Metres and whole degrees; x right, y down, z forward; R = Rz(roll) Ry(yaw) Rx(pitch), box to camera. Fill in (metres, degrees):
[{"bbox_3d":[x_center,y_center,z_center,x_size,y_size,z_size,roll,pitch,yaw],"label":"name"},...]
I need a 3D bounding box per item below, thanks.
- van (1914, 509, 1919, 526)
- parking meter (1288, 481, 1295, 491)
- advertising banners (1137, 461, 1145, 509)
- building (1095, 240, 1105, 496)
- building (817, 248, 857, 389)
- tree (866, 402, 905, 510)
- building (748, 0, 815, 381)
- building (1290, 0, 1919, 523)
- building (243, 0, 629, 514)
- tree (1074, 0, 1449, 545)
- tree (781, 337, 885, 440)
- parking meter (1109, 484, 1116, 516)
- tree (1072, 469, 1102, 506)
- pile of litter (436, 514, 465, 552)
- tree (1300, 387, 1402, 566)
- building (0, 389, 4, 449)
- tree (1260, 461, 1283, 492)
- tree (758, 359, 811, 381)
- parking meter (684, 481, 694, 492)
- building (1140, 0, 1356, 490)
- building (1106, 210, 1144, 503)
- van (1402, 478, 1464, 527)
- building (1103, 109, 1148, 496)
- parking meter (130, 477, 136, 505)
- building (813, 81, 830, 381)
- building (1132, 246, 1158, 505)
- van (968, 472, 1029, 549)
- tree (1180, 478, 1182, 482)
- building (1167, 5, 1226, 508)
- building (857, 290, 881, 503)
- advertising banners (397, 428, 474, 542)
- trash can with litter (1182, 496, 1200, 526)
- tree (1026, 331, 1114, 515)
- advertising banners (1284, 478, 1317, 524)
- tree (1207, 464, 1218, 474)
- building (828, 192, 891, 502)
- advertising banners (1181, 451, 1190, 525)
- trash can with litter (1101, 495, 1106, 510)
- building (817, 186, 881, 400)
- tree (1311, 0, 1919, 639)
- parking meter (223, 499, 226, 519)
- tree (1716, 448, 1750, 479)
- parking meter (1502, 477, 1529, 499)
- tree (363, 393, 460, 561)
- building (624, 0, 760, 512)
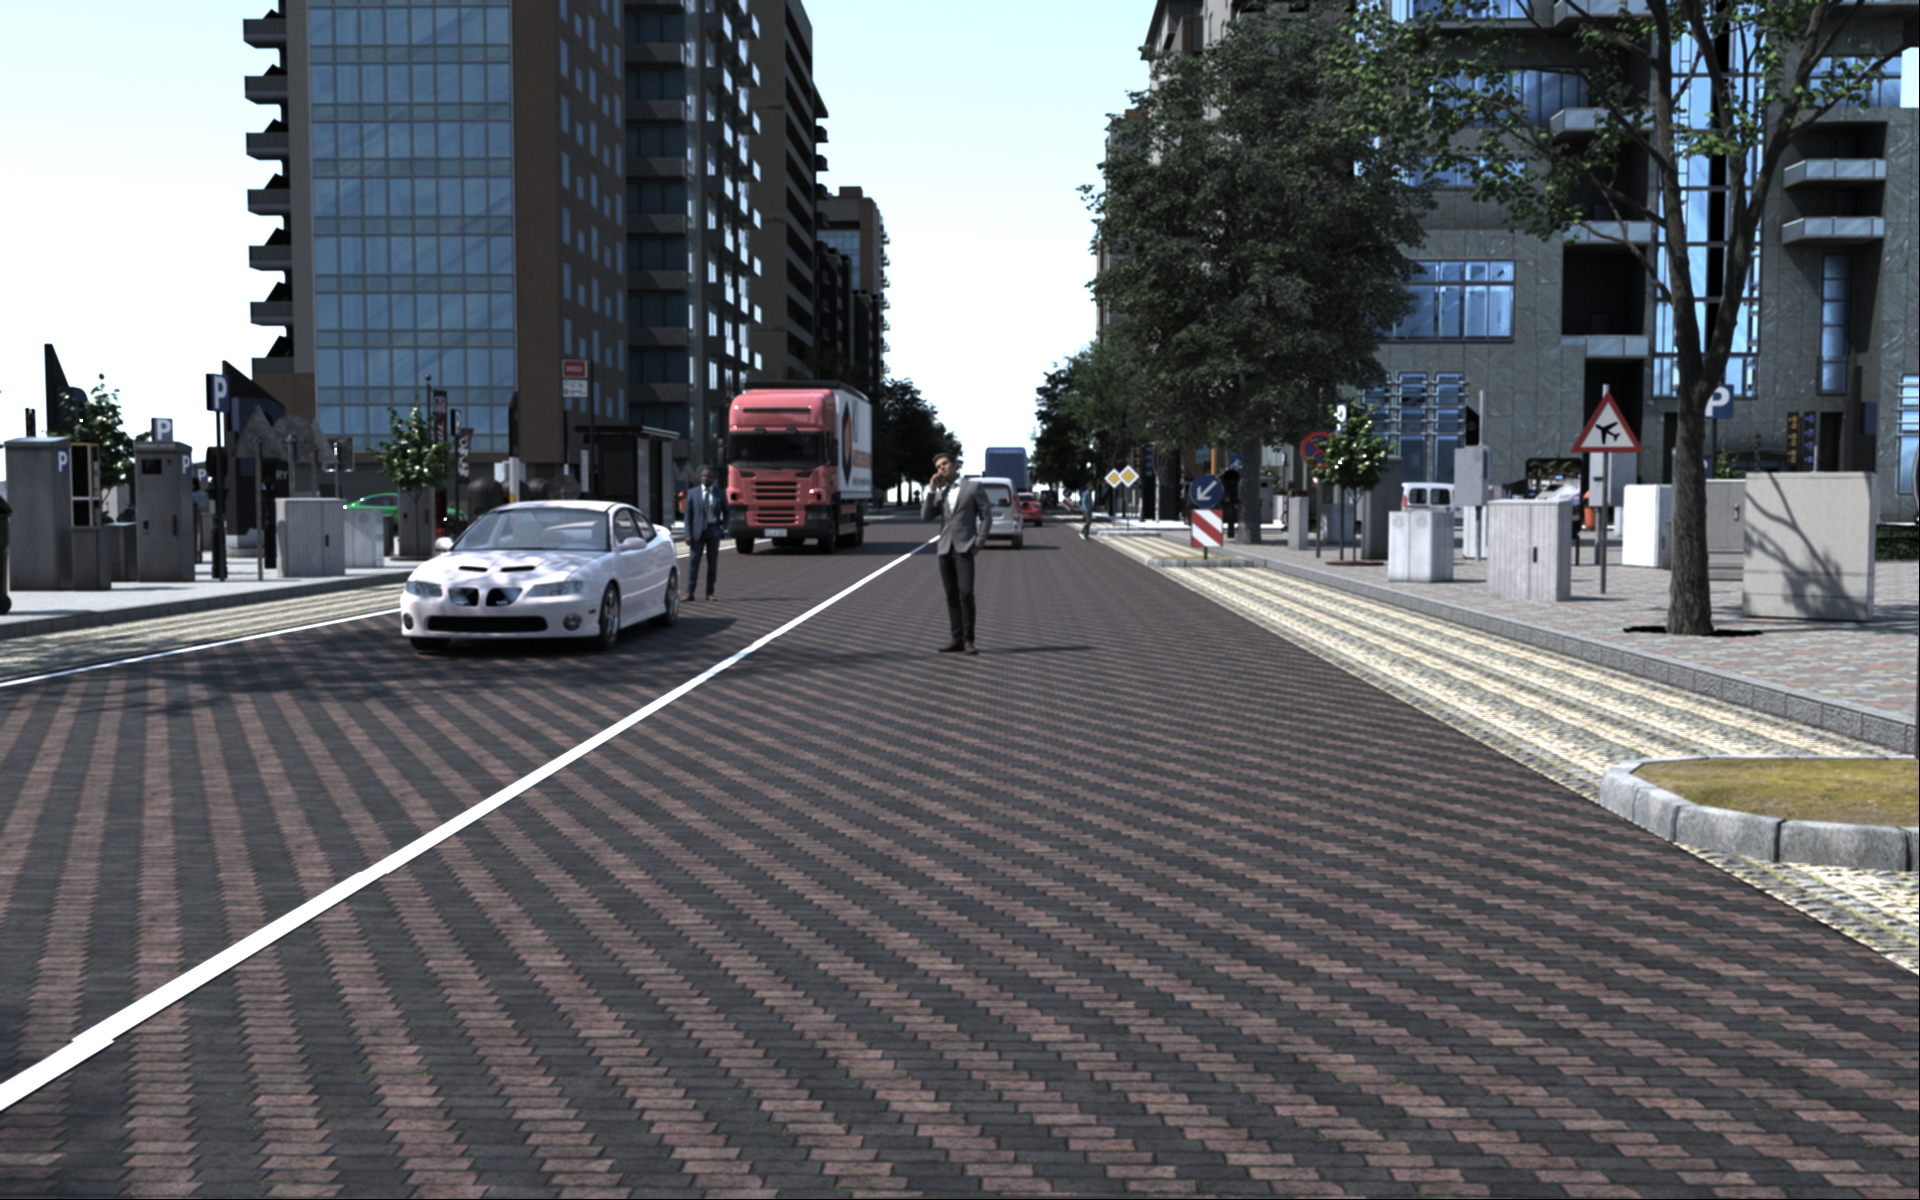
[{"bbox_3d":[37.460,-3.568,62.718,5.245,2.365,2.240,0,4,1],"label":"van"},{"bbox_3d":[14.469,-4.276,75.630,0.255,1.863,0.399,1,4,19],"label":"parking meter"},{"bbox_3d":[9.911,-5.838,91.641,0.090,3.025,2.074,-2,4,-26],"label":"advertising banners"},{"bbox_3d":[30.144,-39.318,292.966,14.600,45.320,14.200,0,4,2],"label":"building"},{"bbox_3d":[-20.070,-26.276,201.317,14.160,30.474,14.107,0,4,2],"label":"building"},{"bbox_3d":[-6.813,-11.615,140.269,4.360,8.622,3.978,0,3,0],"label":"tree"},{"bbox_3d":[-24.779,-32.421,153.789,21.300,48.544,21.600,0,4,2],"label":"building"},{"bbox_3d":[32.223,-47.134,83.315,31.000,86.520,22.319,0,4,2],"label":"building"},{"bbox_3d":[-24.687,-26.537,83.991,14.600,45.320,14.200,0,4,2],"label":"building"},{"bbox_3d":[7.321,-8.387,43.779,9.857,13.997,8.962,0,3,0],"label":"tree"},{"bbox_3d":[-8.324,-10.375,104.043,8.767,10.594,7.601,2,4,34],"label":"tree"},{"bbox_3d":[8.866,-5.812,100.731,0.255,1.863,0.399,3,5,44],"label":"parking meter"},{"bbox_3d":[9.962,-8.539,134.222,1.663,3.219,1.824,0,3,0],"label":"tree"},{"bbox_3d":[-11.294,-1.508,38.615,1.719,0.858,1.176,0,4,-1],"label":"pile of litter"},{"bbox_3d":[7.177,-2.254,31.448,1.663,3.219,1.824,0,3,0],"label":"tree"},{"bbox_3d":[-65.822,-33.244,85.545,28.212,58.520,21.231,0,4,2],"label":"building"},{"bbox_3d":[17.836,-6.423,99.615,1.663,3.219,1.824,0,3,0],"label":"tree"},{"bbox_3d":[-9.623,-8.744,93.320,4.737,8.622,4.395,0,3,0],"label":"tree"},{"bbox_3d":[-12.172,-4.415,77.891,0.399,1.863,0.255,-2,4,-30],"label":"parking meter"},{"bbox_3d":[34.023,-36.188,180.914,28.713,52.752,27.495,0,4,2],"label":"building"},{"bbox_3d":[28.194,-34.683,250.667,14.154,41.232,14.086,0,4,2],"label":"building"},{"bbox_3d":[17.826,-3.400,62.604,4.112,2.044,2.013,0,4,2],"label":"van"},{"bbox_3d":[33.083,-44.594,271.115,21.231,58.520,28.212,0,4,2],"label":"building"},{"bbox_3d":[-21.786,-2.436,45.546,0.255,1.863,0.399,-2,4,-28],"label":"parking meter"},{"bbox_3d":[-25.281,-32.081,179.156,22.147,44.769,28.867,0,4,2],"label":"building"},{"bbox_3d":[27.059,-26.353,202.568,14.160,30.474,14.107,0,4,2],"label":"building"},{"bbox_3d":[0.844,-2.406,46.356,2.013,2.044,4.112,0,4,3],"label":"van"},{"bbox_3d":[11.432,-6.294,97.506,1.663,3.219,1.824,0,3,0],"label":"tree"},{"bbox_3d":[26.669,-31.219,160.537,14.600,45.320,14.200,0,4,2],"label":"building"},{"bbox_3d":[-18.536,-28.725,241.347,14.160,30.474,14.107,0,4,2],"label":"building"},{"bbox_3d":[-13.784,-3.021,45.586,2.074,3.025,0.090,-3,4,-36],"label":"advertising banners"},{"bbox_3d":[9.353,-3.487,68.402,0.624,1.170,1.055,-1,4,-13],"label":"trash can with litter"},{"bbox_3d":[9.468,-11.141,107.914,9.928,11.665,9.643,0,3,0],"label":"tree"},{"bbox_3d":[14.378,-4.676,72.636,0.090,3.025,2.074,-2,4,-33],"label":"advertising banners"},{"bbox_3d":[16.424,-7.095,110.600,1.663,3.219,1.824,0,3,0],"label":"tree"},{"bbox_3d":[-22.631,-40.244,277.603,23.786,49.044,30.456,0,4,2],"label":"building"},{"bbox_3d":[9.418,-4.633,71.940,0.090,3.025,2.074,1,4,21],"label":"advertising banners"},{"bbox_3d":[11.054,-7.834,139.148,2.233,1.210,1.678,-1,4,-14],"label":"trash can with litter"},{"bbox_3d":[-19.094,-37.016,255.318,14.600,45.320,14.200,0,4,2],"label":"building"},{"bbox_3d":[6.852,-5.498,15.652,9.928,11.665,9.643,0,3,0],"label":"tree"},{"bbox_3d":[-38.059,-5.130,89.590,0.255,1.863,0.399,3,4,38],"label":"parking meter"},{"bbox_3d":[31.756,-4.748,72.230,1.663,3.219,1.824,0,3,0],"label":"tree"},{"bbox_3d":[8.116,-1.035,25.341,0.372,1.533,0.369,0,3,0],"label":"parking meter"},{"bbox_3d":[-10.423,-2.370,33.355,1.663,3.219,1.824,0,3,0],"label":"tree"},{"bbox_3d":[-26.220,-30.674,121.132,23.786,49.044,30.456,0,4,2],"label":"building"}]
